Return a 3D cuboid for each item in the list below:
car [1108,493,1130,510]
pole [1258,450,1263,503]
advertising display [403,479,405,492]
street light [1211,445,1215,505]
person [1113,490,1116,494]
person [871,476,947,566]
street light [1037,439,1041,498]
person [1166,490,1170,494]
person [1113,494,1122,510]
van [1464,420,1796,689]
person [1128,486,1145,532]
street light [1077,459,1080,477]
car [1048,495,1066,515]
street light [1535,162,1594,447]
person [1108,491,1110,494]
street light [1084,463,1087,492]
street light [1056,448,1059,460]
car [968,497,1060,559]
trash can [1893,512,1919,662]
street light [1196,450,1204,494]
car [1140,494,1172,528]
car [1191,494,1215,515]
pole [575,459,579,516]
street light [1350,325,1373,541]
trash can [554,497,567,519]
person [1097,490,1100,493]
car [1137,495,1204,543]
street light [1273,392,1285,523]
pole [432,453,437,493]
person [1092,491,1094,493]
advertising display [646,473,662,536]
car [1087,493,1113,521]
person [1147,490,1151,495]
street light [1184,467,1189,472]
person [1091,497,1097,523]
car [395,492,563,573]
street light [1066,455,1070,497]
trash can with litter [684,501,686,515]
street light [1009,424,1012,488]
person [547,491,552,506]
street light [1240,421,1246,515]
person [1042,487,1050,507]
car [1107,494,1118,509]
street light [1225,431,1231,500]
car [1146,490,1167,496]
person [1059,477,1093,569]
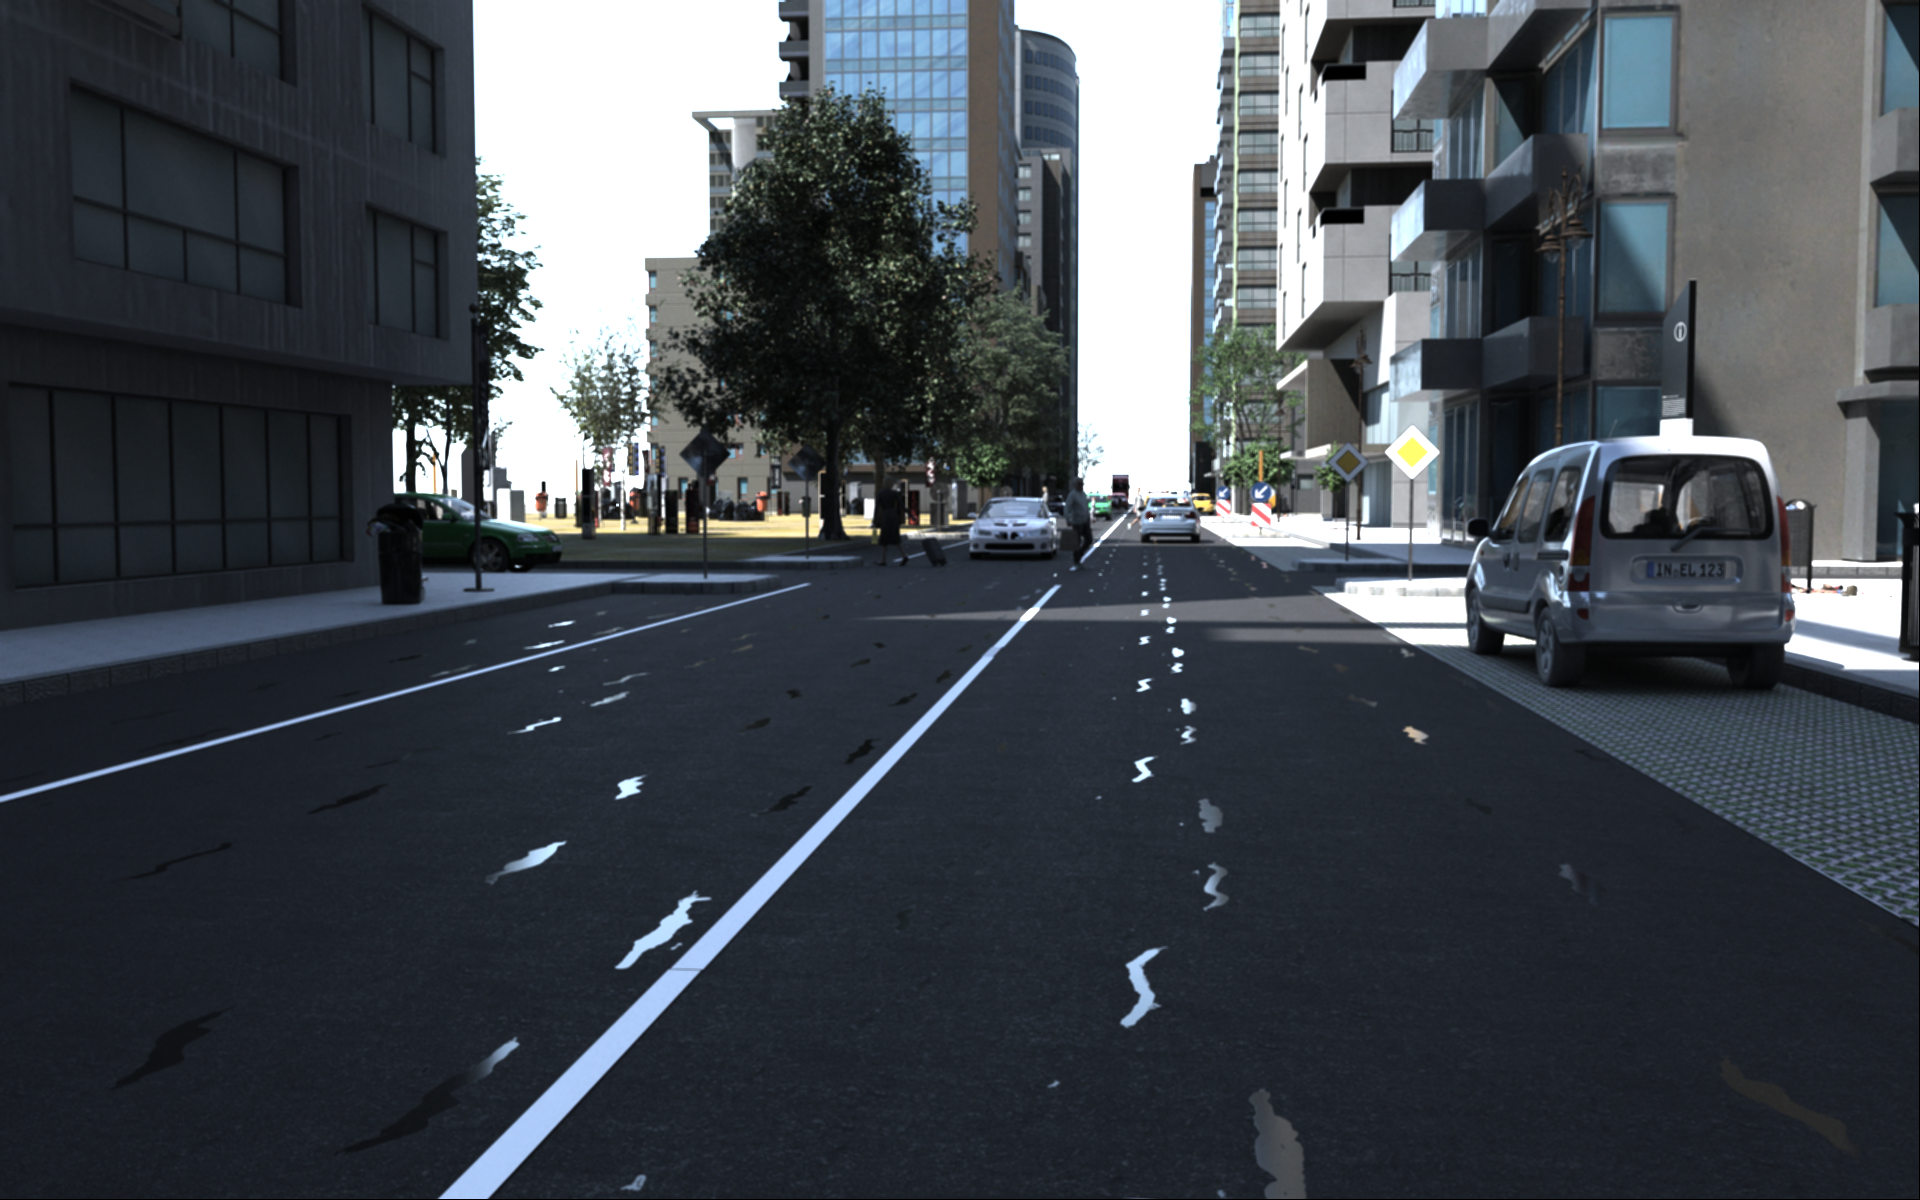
[{"bbox_3d":[14.806,-9.348,161.872,2.155,1.783,4.494,0,4,5],"label":"car"},{"bbox_3d":[14.061,-5.330,80.988,0.158,3.312,0.155,0,3,0],"label":"pole"},{"bbox_3d":[-24.026,-4.305,75.607,0.123,1.923,0.974,-3,5,-44],"label":"advertising display"},{"bbox_3d":[22.459,-11.061,153.638,0.468,5.910,1.993,0,4,6],"label":"street light"},{"bbox_3d":[18.422,-12.176,207.212,1.348,1.869,0.705,2,4,29],"label":"person"},{"bbox_3d":[-1.077,-1.584,34.622,1.509,1.804,0.699,2,4,27],"label":"person"},{"bbox_3d":[6.387,-10.254,140.442,0.468,5.910,1.993,0,4,6],"label":"street light"},{"bbox_3d":[13.238,-6.224,111.079,0.721,1.723,1.217,-3,4,-38],"label":"person"},{"bbox_3d":[13.944,-8.640,152.959,0.628,1.438,0.799,1,4,22],"label":"person"},{"bbox_3d":[5.269,-0.432,14.082,2.013,2.044,4.112,0,4,5],"label":"van"},{"bbox_3d":[6.765,-3.469,65.965,0.760,1.731,0.466,1,4,16],"label":"person"},{"bbox_3d":[15.262,-15.301,222.964,0.468,5.910,1.993,0,4,6],"label":"street light"},{"bbox_3d":[6.387,-6.540,119.505,1.945,1.354,3.894,0,4,6],"label":"car"},{"bbox_3d":[8.521,-3.167,24.572,0.468,5.910,1.993,0,4,6],"label":"street light"},{"bbox_3d":[16.622,-11.235,192.894,1.217,1.736,0.721,3,4,38],"label":"person"},{"bbox_3d":[18.314,-17.108,252.508,0.468,5.910,1.993,0,4,6],"label":"street light"},{"bbox_3d":[9.543,-12.078,170.264,0.468,5.910,1.993,0,4,6],"label":"street light"},{"bbox_3d":[1.259,-1.673,39.708,2.083,1.381,4.827,0,4,5],"label":"car"},{"bbox_3d":[7.550,-0.098,13.261,0.748,1.137,0.748,0,3,0],"label":"trash can"},{"bbox_3d":[25.548,-12.876,183.317,0.468,5.910,1.993,0,4,6],"label":"street light"},{"bbox_3d":[8.412,-3.828,72.818,2.015,1.641,3.980,0,4,5],"label":"car"},{"bbox_3d":[16.529,-6.658,119.080,2.015,1.641,3.980,0,4,5],"label":"car"},{"bbox_3d":[-22.253,-6.527,100.552,0.158,3.312,0.155,0,3,0],"label":"pole"},{"bbox_3d":[10.976,-4.571,47.521,0.468,5.910,1.993,0,4,6],"label":"street light"},{"bbox_3d":[-20.904,-4.833,90.672,0.748,1.137,0.748,0,3,0],"label":"trash can"},{"bbox_3d":[13.865,-10.119,173.941,0.705,1.824,1.348,-2,4,-23],"label":"person"},{"bbox_3d":[6.326,-2.449,52.044,2.014,1.417,4.499,0,4,7],"label":"car"},{"bbox_3d":[14.270,-6.398,77.401,0.468,5.910,1.993,0,4,6],"label":"street light"},{"bbox_3d":[-26.147,-5.650,86.219,0.158,3.312,0.155,0,3,0],"label":"pole"},{"bbox_3d":[12.401,-9.451,163.472,0.683,1.767,0.568,0,4,-7],"label":"person"},{"bbox_3d":[-9.535,-2.981,53.958,0.123,1.923,0.974,-2,4,-32],"label":"advertising display"},{"bbox_3d":[7.380,-5.255,94.714,1.959,1.807,4.718,0,4,6],"label":"car"},{"bbox_3d":[15.482,-8.178,142.992,0.721,1.735,1.217,-1,4,-14],"label":"person"},{"bbox_3d":[34.531,-17.922,265.813,0.468,5.910,1.993,0,4,6],"label":"street light"},{"bbox_3d":[6.582,-4.468,85.826,0.394,1.301,0.425,1,4,12],"label":"person"},{"bbox_3d":[-9.464,-1.350,30.869,4.718,1.807,1.959,0,4,5],"label":"car"},{"bbox_3d":[12.015,-13.496,193.441,0.468,5.910,1.993,0,4,6],"label":"street light"},{"bbox_3d":[-16.454,-5.822,106.573,1.055,1.170,0.624,2,4,29],"label":"trash can with litter"},{"bbox_3d":[3.211,-8.445,110.859,0.468,5.910,1.993,0,4,6],"label":"street light"},{"bbox_3d":[-46.600,-11.392,195.577,1.217,1.723,0.721,1,4,13],"label":"person"},{"bbox_3d":[17.381,-8.205,106.938,0.468,5.910,1.993,0,4,6],"label":"street light"},{"bbox_3d":[4.301,-4.765,86.592,0.728,1.800,0.709,0,4,-5],"label":"person"},{"bbox_3d":[14.675,-9.661,169.952,2.014,1.417,4.499,0,4,7],"label":"car"},{"bbox_3d":[19.165,-9.256,124.120,0.468,5.910,1.993,0,4,6],"label":"street light"},{"bbox_3d":[18.488,-9.368,161.838,2.281,1.827,5.304,0,4,6],"label":"car"},{"bbox_3d":[2.204,-1.483,33.233,0.515,1.767,0.782,3,5,42],"label":"person"}]
